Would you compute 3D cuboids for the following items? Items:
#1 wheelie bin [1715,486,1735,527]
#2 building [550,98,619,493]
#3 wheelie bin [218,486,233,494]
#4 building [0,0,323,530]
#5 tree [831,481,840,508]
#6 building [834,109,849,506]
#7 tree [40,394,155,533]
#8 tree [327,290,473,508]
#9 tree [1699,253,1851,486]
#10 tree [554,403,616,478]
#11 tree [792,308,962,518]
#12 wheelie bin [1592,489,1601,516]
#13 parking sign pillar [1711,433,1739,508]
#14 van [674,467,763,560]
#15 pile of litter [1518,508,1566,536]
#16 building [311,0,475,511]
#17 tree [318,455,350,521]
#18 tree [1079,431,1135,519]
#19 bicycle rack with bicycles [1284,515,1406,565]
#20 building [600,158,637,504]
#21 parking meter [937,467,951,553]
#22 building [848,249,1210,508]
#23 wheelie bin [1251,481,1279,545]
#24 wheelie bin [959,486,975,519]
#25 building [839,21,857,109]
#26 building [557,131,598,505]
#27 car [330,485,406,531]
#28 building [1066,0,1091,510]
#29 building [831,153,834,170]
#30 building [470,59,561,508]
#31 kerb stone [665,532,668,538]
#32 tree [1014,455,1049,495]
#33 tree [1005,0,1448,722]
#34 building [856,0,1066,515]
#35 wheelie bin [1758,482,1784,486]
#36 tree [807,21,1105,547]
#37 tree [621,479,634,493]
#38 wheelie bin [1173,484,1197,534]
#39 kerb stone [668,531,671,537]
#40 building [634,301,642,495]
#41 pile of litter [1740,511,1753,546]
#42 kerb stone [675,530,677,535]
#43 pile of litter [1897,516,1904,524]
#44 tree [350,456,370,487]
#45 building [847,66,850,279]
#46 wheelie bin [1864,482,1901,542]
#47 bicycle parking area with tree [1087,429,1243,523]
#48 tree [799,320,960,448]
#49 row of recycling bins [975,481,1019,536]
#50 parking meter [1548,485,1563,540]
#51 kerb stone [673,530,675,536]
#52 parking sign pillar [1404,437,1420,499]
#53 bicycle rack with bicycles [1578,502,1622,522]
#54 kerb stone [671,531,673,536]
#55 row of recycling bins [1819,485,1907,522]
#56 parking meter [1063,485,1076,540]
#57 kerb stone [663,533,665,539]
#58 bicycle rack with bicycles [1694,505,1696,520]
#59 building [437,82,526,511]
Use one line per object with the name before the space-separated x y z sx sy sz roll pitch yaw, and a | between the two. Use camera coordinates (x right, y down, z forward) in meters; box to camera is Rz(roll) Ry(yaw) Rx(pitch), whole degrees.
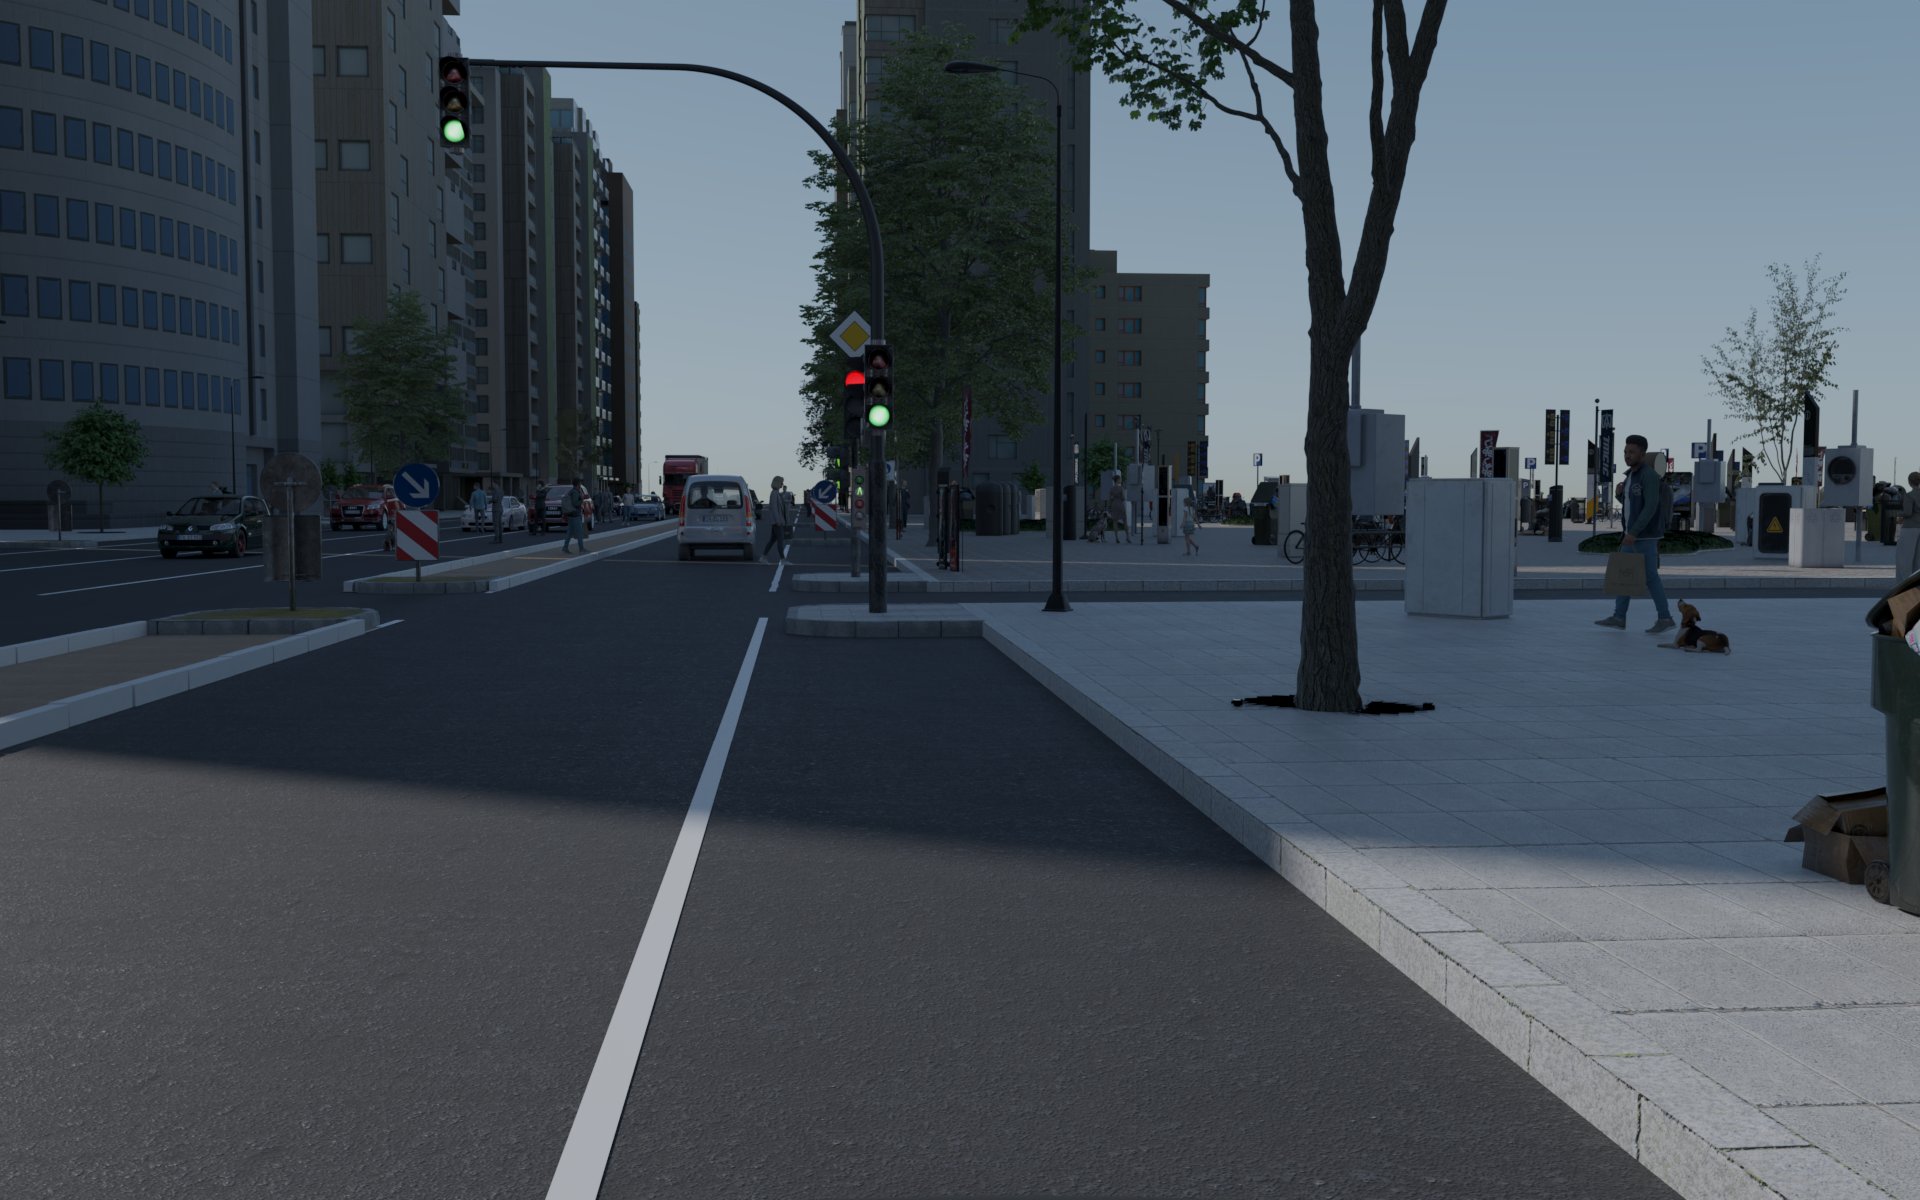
wheelie bin | 29.524 -3.607 66.881 0.693 1.594 0.980 1 4 17
building | -54.780 -36.165 210.910 23.786 49.044 30.456 0 4 -5
wheelie bin | -29.315 -3.737 69.006 0.693 1.594 0.980 0 4 1
building | -41.689 -32.397 71.691 21.231 58.520 28.212 0 4 -5
tree | -11.820 -10.270 162.523 1.663 3.219 1.824 0 3 0
building | -7.286 -33.526 198.260 14.600 45.320 14.200 0 4 -5
tree | -28.214 -4.481 56.980 4.285 4.588 4.351 0 3 0
tree | -30.984 -10.885 96.090 7.486 12.596 7.792 0 3 0
tree | 25.315 -6.301 53.378 4.360 8.622 3.978 0 3 0
tree | -38.168 -14.640 173.769 8.767 10.594 7.601 1 4 13
tree | -4.338 -10.850 94.404 9.611 12.733 9.660 0 3 0
wheelie bin | 37.626 -5.800 102.736 0.980 1.594 0.693 3 5 39
parking sign pillar | 33.611 -5.419 77.074 1.447 3.967 1.447 1 4 16
van | -5.422 -1.946 38.826 2.013 2.044 4.112 0 4 -6
pile of litter | 17.869 -2.414 53.434 1.176 0.858 1.719 -1 4 -19
building | -48.161 -32.015 112.691 28.713 52.752 27.495 0 4 -5
tree | -30.824 -5.489 84.353 1.663 3.219 1.824 0 3 0
tree | 7.549 -6.542 90.680 4.285 4.588 4.351 0 3 0
bicycle rack with bicycles | 7.324 -1.127 31.803 2.925 0.926 2.852 -1 4 -14
building | -51.663 -35.730 234.292 14.600 45.320 14.200 0 4 -5
parking meter | -0.340 -1.954 37.659 0.255 1.863 0.399 1 4 9
building | 4.534 -18.607 149.262 27.650 21.520 28.899 0 4 -5
wheelie bin | 7.756 -2.183 43.607 0.693 1.594 0.980 -3 4 -36
wheelie bin | 0.208 -3.730 68.888 0.693 1.594 0.980 -2 4 -27
building | -4.520 -41.437 219.501 21.231 58.520 28.212 0 4 -5
building | -47.820 -30.939 189.451 14.154 41.232 14.086 0 4 -5
car | -23.590 -3.700 69.170 2.281 1.827 5.304 0 4 -5
building | 0.606 -26.237 112.563 14.154 41.232 14.086 0 4 -5
building | -3.754 -40.270 247.658 28.713 52.752 27.495 0 4 -5
building | -45.385 -29.078 159.023 14.154 41.232 14.086 0 4 -5
kerb stone | -9.558 -2.039 55.614 0.120 0.150 1.000 0 4 -5
tree | 3.739 -5.597 86.118 1.663 3.219 1.824 0 3 0
tree | 2.358 -5.160 10.121 9.928 11.665 9.643 0 3 0
building | -0.532 -27.094 126.576 14.154 41.232 14.086 0 4 -5
wheelie bin | 22.011 -2.398 47.115 0.980 1.594 0.693 1 4 22
tree | -0.195 -7.593 42.272 7.486 12.596 7.792 0 3 0
tree | -42.372 -13.841 220.893 1.663 3.219 1.824 0 3 0
wheelie bin | 7.135 -2.931 55.836 0.980 1.594 0.693 -1 4 -15
kerb stone | -9.647 -2.104 56.632 0.120 0.150 1.000 0 4 -5
building | -53.575 -29.183 248.842 14.160 30.474 14.107 0 4 -5
pile of litter | 19.813 -1.749 42.559 1.176 0.858 1.719 2 4 29
kerb stone | -9.924 -2.293 59.693 0.120 0.150 1.000 0 4 -5
pile of litter | 39.965 -3.661 73.819 1.176 0.858 1.719 1 4 8
tree | -30.630 -5.671 87.318 1.663 3.219 1.824 0 3 0
building | -3.963 -29.739 169.830 14.154 41.232 14.086 0 4 -5
wheelie bin | 25.007 -2.385 46.907 0.980 1.594 0.693 -2 4 -28
bicycle parking area with tree | 8.538 -5.640 79.219 9.016 4.147 8.231 1 4 12
tree | -3.727 -9.155 84.096 8.767 10.594 7.601 0 4 1
row of recycling bins | 1.240 -2.912 54.720 1.069 1.692 3.534 1 4 13
parking meter | 16.544 -2.427 48.097 0.372 1.533 0.369 0 3 0
kerb stone | -9.835 -2.231 58.674 0.120 0.150 1.000 0 4 -5
parking sign pillar | 21.235 -5.696 81.600 1.447 3.967 1.447 2 4 31
bicycle rack with bicycles | 30.036 -4.100 80.415 2.852 0.926 2.925 -1 4 -16
kerb stone | -9.745 -2.168 57.649 0.120 0.150 1.000 0 4 -5
row of recycling bins | 40.741 -4.350 78.232 3.534 1.692 1.069 2 4 28
parking meter | 3.048 -2.429 48.127 0.372 1.533 0.369 0 3 0
kerb stone | -9.466 -1.982 54.596 0.120 0.150 1.000 0 4 -5
bicycle rack with bicycles | 36.154 -4.416 85.586 2.852 0.926 2.925 0 4 8
building | -52.716 -27.366 139.320 32.217 40.220 23.993 0 4 -5
